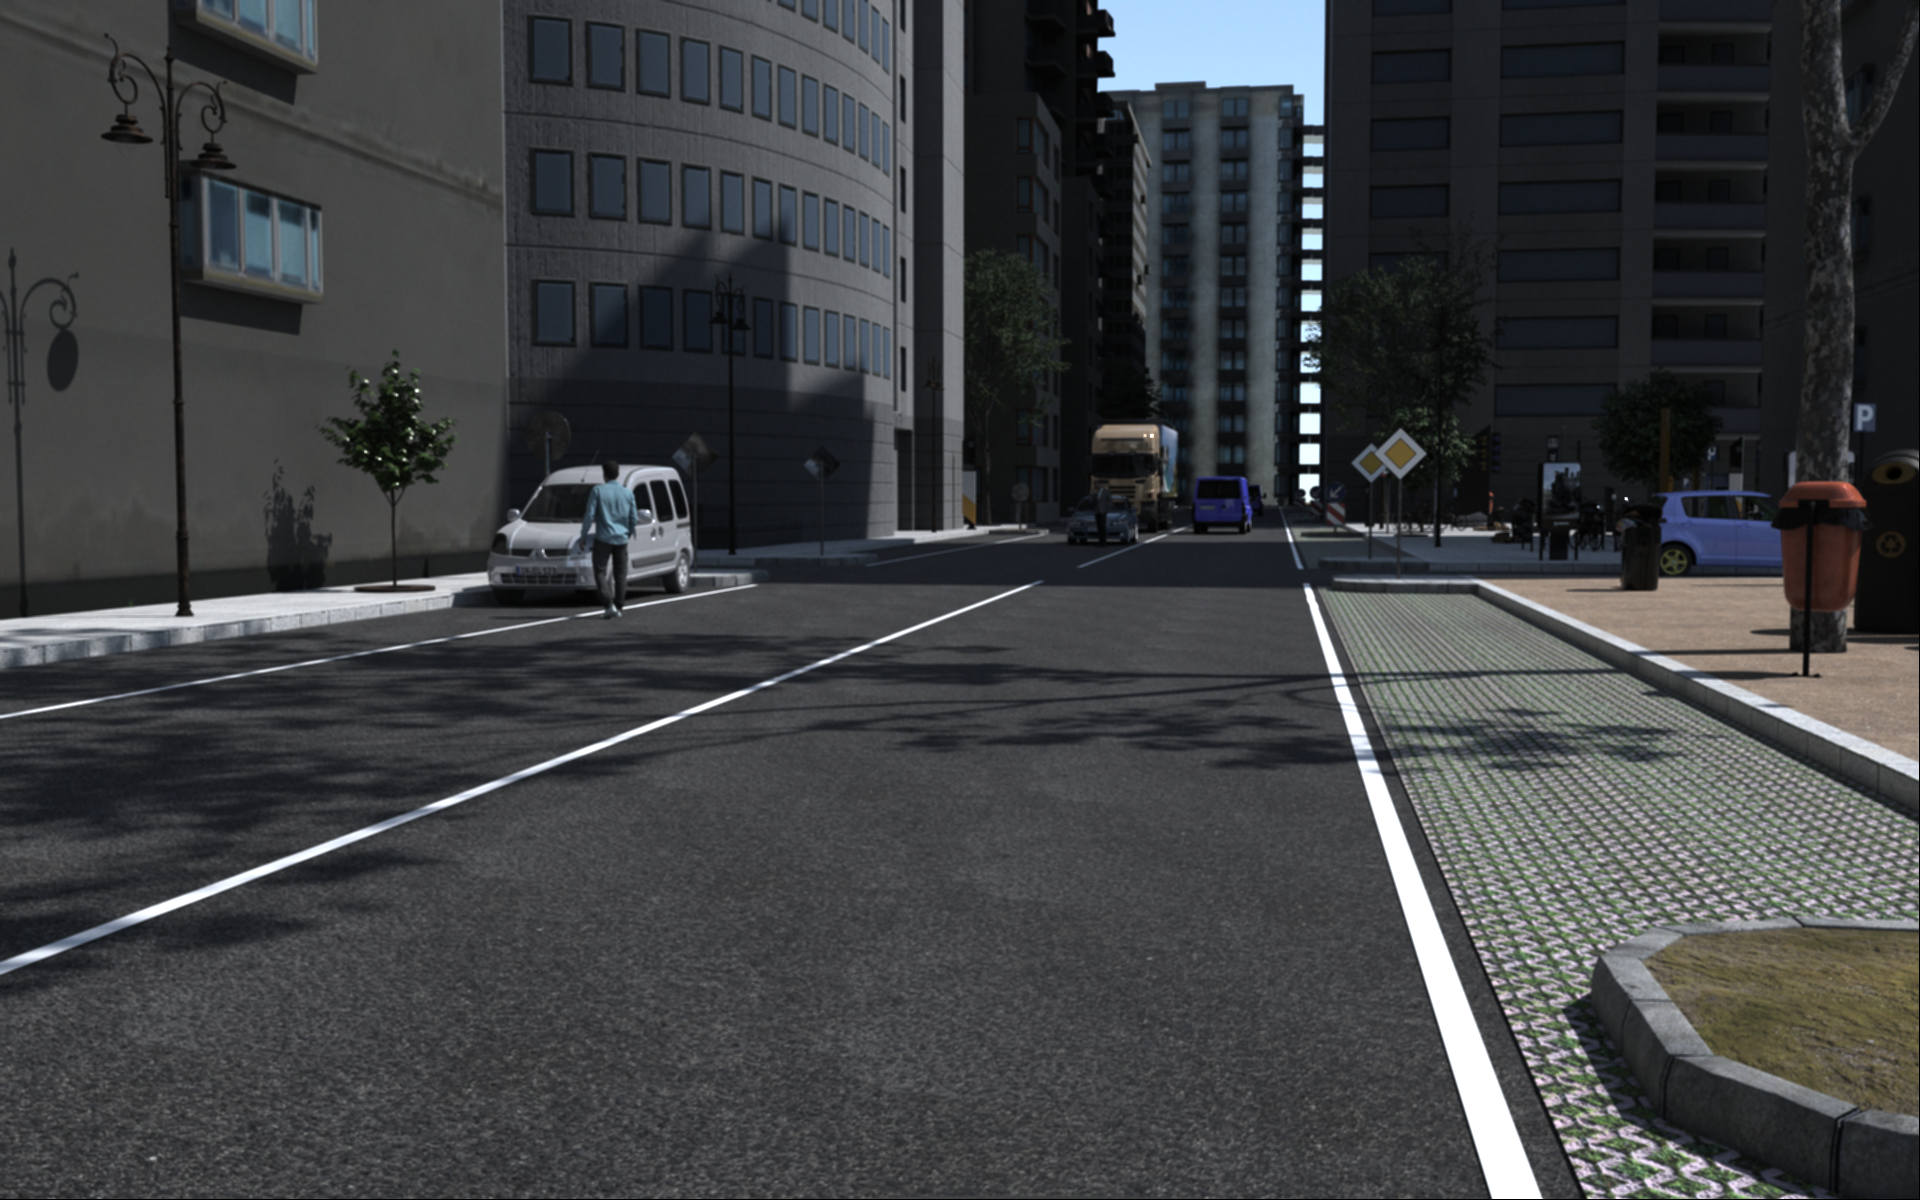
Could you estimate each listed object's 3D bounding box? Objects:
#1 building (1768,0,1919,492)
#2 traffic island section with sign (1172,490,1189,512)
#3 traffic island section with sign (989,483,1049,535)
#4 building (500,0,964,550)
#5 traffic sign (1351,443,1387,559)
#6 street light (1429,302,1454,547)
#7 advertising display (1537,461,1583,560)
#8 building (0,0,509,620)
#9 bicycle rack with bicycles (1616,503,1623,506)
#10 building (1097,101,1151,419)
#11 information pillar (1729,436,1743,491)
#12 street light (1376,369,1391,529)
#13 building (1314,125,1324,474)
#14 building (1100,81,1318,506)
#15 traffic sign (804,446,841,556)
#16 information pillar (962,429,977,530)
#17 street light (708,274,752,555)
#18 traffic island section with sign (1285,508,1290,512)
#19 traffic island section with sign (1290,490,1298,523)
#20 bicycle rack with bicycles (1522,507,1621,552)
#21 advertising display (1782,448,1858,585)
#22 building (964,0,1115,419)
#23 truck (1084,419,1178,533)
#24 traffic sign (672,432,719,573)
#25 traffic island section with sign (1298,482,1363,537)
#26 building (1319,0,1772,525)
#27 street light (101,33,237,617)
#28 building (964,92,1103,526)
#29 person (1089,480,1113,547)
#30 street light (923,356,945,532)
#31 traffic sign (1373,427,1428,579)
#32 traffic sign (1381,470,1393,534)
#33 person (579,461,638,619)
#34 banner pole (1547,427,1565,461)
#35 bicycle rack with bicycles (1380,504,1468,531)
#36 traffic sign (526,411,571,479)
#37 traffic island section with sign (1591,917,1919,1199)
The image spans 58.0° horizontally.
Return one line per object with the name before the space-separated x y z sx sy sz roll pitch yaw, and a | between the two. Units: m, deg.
building | 75.479 -32.959 162.584 21.600 48.544 21.300 1 4 10
traffic island section with sign | 20.538 -9.429 162.784 1.989 1.847 2.006 1 4 10
traffic island section with sign | 2.151 -3.252 61.804 1.989 1.847 2.006 1 4 10
building | -12.689 -31.133 51.016 21.231 58.520 28.212 1 4 10
traffic sign | 8.048 -1.853 33.944 0.795 2.450 0.064 1 4 10
street light | 11.613 -4.227 41.906 0.468 5.910 1.993 1 4 10
advertising display | 11.634 -1.737 33.611 0.974 1.923 0.123 -1 4 -21
building | -19.872 -24.195 19.284 21.600 48.544 21.300 1 4 10
bicycle rack with bicycles | 28.000 -3.552 71.459 2.852 0.926 2.925 3 4 36
building | 6.204 -29.250 170.118 23.993 40.220 32.217 1 4 10
information pillar | 31.128 -4.777 69.462 0.504 3.616 0.183 2 4 35
street light | 15.642 -5.581 64.040 0.468 5.910 1.993 1 4 10
building | 55.876 -35.447 199.174 30.456 49.044 23.786 1 4 10
building | 25.841 -35.756 204.223 30.456 49.044 23.786 1 4 10
traffic sign | -2.864 -1.976 35.944 0.795 2.450 0.064 1 4 10
information pillar | 0.341 -4.358 62.615 0.504 3.616 0.183 1 4 11
street light | -4.818 -3.895 36.474 0.468 5.910 1.993 1 4 10
traffic island section with sign | 26.376 -7.695 134.440 1.989 1.847 2.006 1 4 10
traffic island section with sign | 17.351 -4.666 84.912 1.989 1.847 2.006 1 4 10
bicycle rack with bicycles | 13.918 -1.585 39.291 2.852 0.926 2.925 1 4 13
advertising display | 12.084 -1.172 24.370 0.974 1.923 0.123 0 4 4
building | -0.467 -28.849 126.302 22.147 44.769 28.867 1 4 10
truck | 6.780 -4.774 66.962 2.839 4.237 11.283 1 4 11
traffic sign | -4.294 -1.495 28.088 0.795 2.450 0.064 1 4 10
traffic island section with sign | 12.493 -3.033 58.217 1.989 1.847 2.006 1 4 10
building | 29.688 -33.509 89.867 21.231 58.520 28.212 1 4 10
street light | -8.148 -2.766 18.018 0.468 5.910 1.993 1 4 10
building | -7.701 -15.072 91.462 27.650 21.520 28.899 1 4 10
person | 3.816 -2.339 46.923 0.473 1.802 0.592 -3 5 -40
street light | -0.869 -5.205 57.893 0.468 5.910 1.993 1 4 10
traffic sign | 6.618 -1.373 26.087 0.795 2.450 0.064 1 4 10
traffic sign | 13.622 -3.364 55.103 0.768 2.556 0.104 1 4 13
person | -4.047 -0.707 20.073 0.660 1.820 0.620 -3 4 -36
banner pole | 22.269 -4.567 64.695 0.401 3.779 0.863 -3 4 -38
bicycle rack with bicycles | 16.165 -2.933 61.335 2.852 0.926 2.925 -1 4 -19
traffic sign | -6.318 -1.616 26.534 0.768 2.556 0.104 1 4 16
traffic island section with sign | 2.654 0.273 4.159 1.989 1.847 2.006 1 4 10
